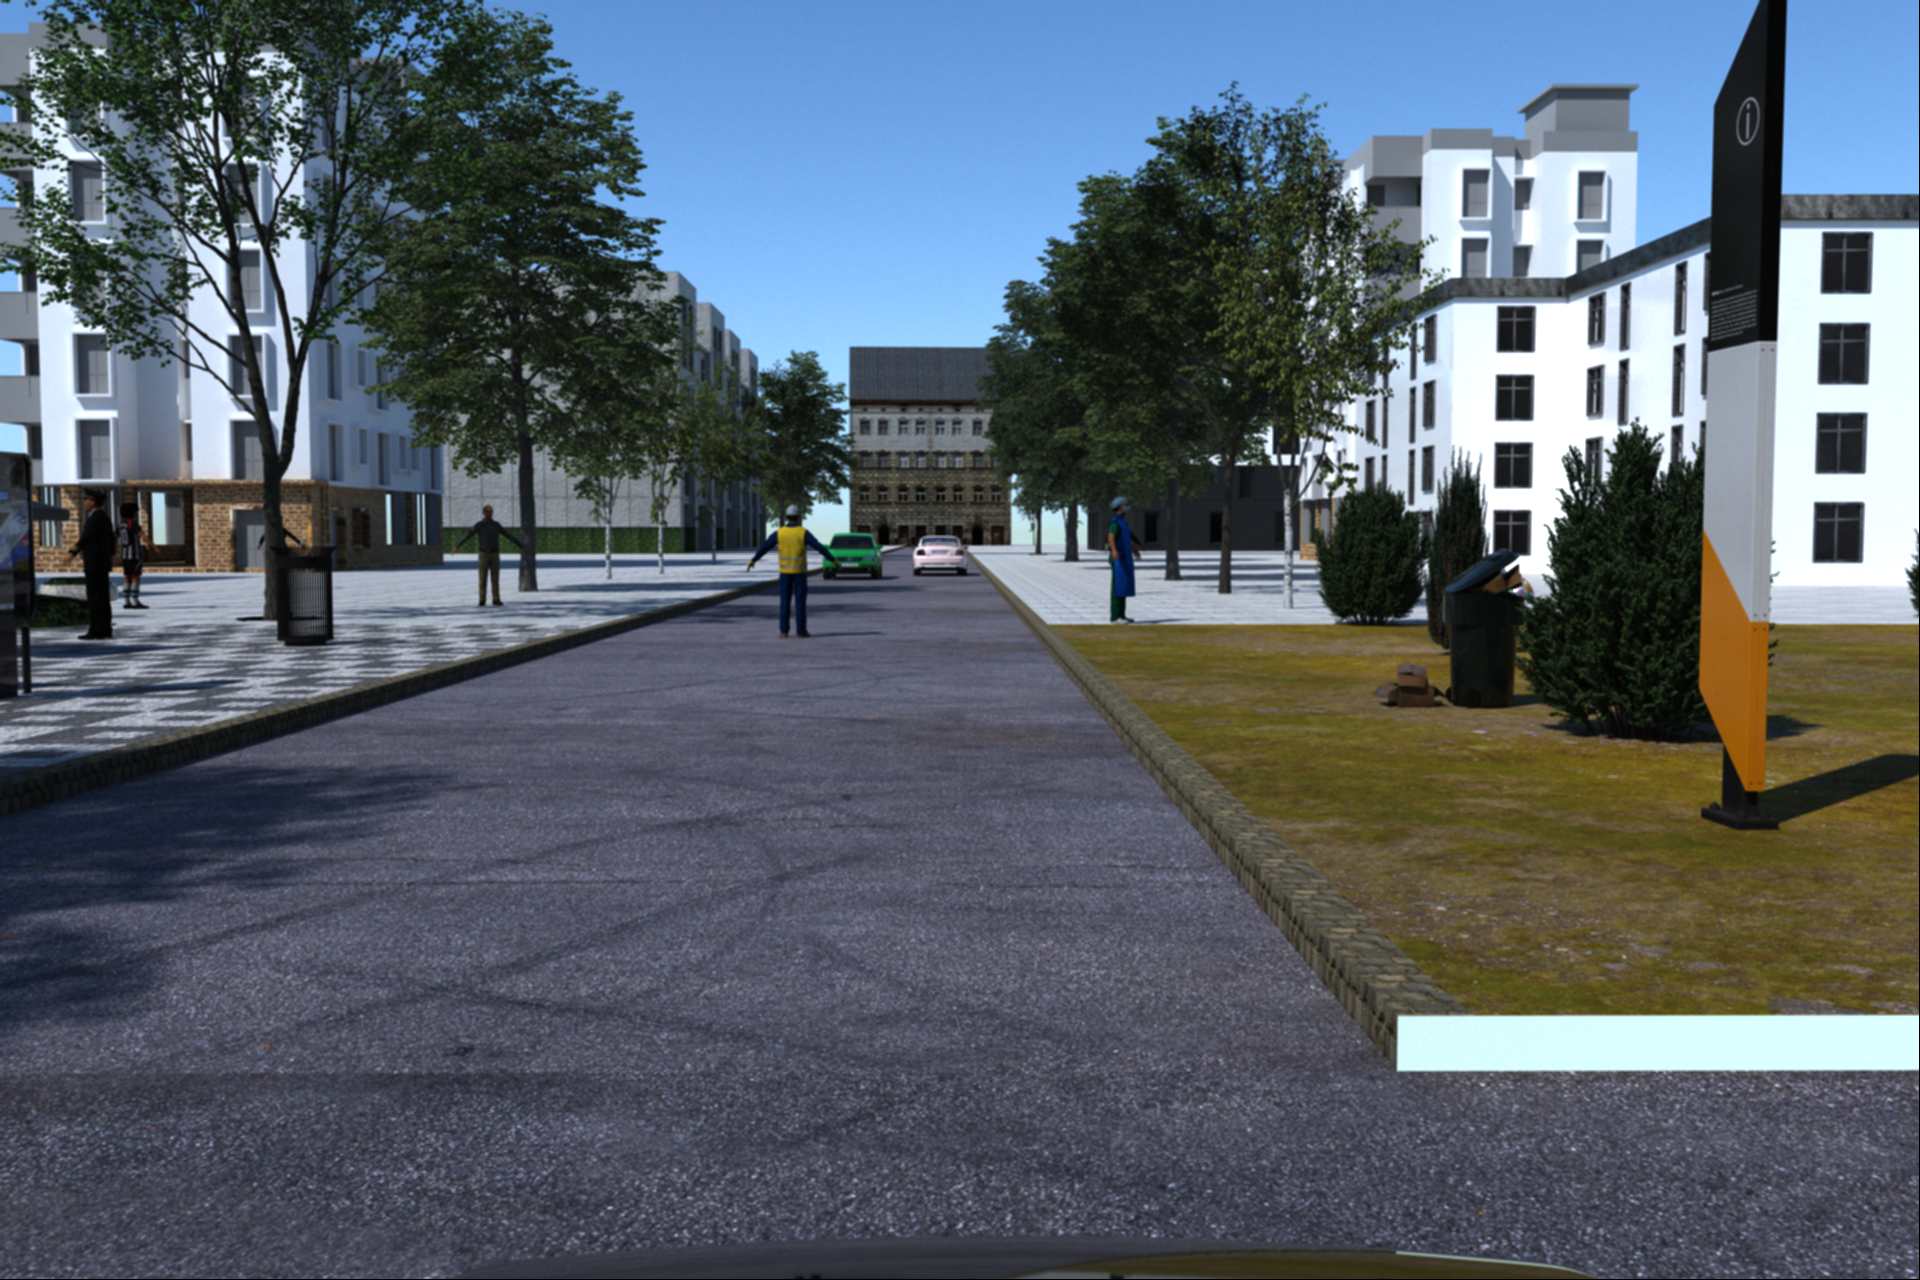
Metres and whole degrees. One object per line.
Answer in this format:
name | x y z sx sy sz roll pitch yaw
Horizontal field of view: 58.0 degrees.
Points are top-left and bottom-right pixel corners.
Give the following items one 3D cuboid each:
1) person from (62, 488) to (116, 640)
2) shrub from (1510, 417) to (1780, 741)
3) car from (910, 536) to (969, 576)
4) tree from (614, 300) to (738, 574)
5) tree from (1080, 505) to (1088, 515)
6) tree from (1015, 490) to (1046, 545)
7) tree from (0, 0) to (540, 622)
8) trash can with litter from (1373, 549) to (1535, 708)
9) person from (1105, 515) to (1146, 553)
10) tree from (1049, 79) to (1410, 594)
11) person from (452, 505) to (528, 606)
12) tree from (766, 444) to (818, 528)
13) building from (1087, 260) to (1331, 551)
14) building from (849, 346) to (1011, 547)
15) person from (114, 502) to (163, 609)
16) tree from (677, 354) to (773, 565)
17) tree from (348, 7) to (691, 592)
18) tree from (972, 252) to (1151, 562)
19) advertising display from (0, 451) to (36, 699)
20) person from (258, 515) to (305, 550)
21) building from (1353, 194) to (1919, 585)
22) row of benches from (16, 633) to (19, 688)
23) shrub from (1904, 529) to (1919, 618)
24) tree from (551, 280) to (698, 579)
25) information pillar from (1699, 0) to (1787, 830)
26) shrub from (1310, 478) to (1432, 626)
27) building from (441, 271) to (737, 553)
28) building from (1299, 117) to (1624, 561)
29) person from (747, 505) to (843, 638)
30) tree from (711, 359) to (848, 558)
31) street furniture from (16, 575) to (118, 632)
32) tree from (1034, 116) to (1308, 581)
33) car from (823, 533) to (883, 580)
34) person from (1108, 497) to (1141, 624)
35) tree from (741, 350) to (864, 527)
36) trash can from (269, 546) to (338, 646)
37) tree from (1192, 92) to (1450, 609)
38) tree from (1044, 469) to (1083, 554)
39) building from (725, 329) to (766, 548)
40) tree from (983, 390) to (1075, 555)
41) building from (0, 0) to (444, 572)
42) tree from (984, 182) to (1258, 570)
person | -10.595 -0.934 21.207 0.705 1.837 1.347 0 4 -5
shrub | 4.328 -0.402 10.985 1.690 2.028 1.600 0 3 0
car | -0.721 -2.971 60.934 2.083 1.381 4.827 0 4 -2
tree | -9.419 -6.436 55.591 4.737 8.622 4.395 0 3 0
tree | 17.158 -16.170 198.793 7.601 10.594 8.767 0 4 2
tree | 8.359 -15.327 200.957 4.737 8.622 4.395 0 3 0
tree | -10.154 -6.107 25.607 9.928 11.665 9.643 0 3 0
trash can with litter | 3.664 -0.090 12.856 1.055 1.170 0.624 0 4 -2
person | 3.452 -1.872 36.746 0.704 1.812 1.346 3 5 42
tree | 5.534 -6.258 36.725 8.767 10.594 7.601 2 4 26
person | -8.465 -1.521 31.141 1.348 1.796 0.705 -2 4 -27
tree | -19.795 -17.114 197.945 7.486 12.596 7.792 0 3 0
building | 24.486 -18.432 145.345 27.936 21.610 32.646 0 3 0
building | -3.798 -22.562 202.274 18.063 23.208 19.493 0 4 -3
person | -14.166 -1.439 29.678 1.345 1.843 0.704 2 4 31
tree | -10.061 -7.426 71.778 4.737 8.622 4.395 0 3 0
tree | -10.074 -7.362 38.493 7.486 12.596 7.792 0 3 0
tree | 5.239 -10.611 80.149 9.857 13.997 8.962 0 3 0
advertising display | -7.509 -0.505 13.474 0.123 1.923 0.974 0 4 0
person | -15.840 -2.060 40.406 1.216 1.740 0.721 1 4 11
building | 20.600 -7.024 56.997 9.099 9.664 28.070 0 3 0
row of benches | -9.753 0.046 14.712 4.104 0.672 1.422 1 4 18
shrub | 12.323 -1.011 20.945 1.690 2.028 1.600 0 3 0
tree | -10.145 -6.017 48.735 4.360 8.622 3.978 0 3 0
information pillar | 3.450 -0.997 7.648 0.183 3.616 0.504 0 4 -2
shrub | 5.821 -1.247 24.422 1.661 2.075 1.752 0 3 0
building | -27.394 -16.268 132.445 16.747 18.905 31.486 0 4 0
building | 22.062 -13.988 85.116 16.016 20.090 11.380 0 4 -1
person | -2.310 -0.954 24.031 1.349 1.833 0.705 0 4 6
tree | -9.857 -9.720 93.340 8.767 10.594 7.601 1 4 20
street furniture | -16.952 -0.508 23.939 10.072 0.657 5.734 -1 4 -10
tree | 5.915 -7.893 47.180 7.486 12.596 7.792 0 3 0
car | -3.444 -2.875 55.805 1.959 1.807 4.718 0 4 -1
person | 2.322 -1.141 24.785 0.704 1.817 1.347 1 4 20
tree | -9.810 -11.539 106.792 7.486 12.596 7.792 0 3 0
trash can | -7.548 -0.507 19.948 0.748 1.137 0.748 0 3 0
tree | 5.751 -4.832 29.370 4.737 8.622 4.395 0 3 0
tree | 6.023 -8.857 95.173 4.360 8.622 3.978 0 3 0
building | -28.437 -18.267 165.118 16.747 18.905 31.486 0 4 -1
tree | 4.929 -11.073 106.804 9.928 11.665 9.643 0 3 0
building | -26.511 -12.416 59.426 16.016 20.090 11.380 0 4 -1
tree | 5.843 -9.493 61.871 9.857 13.997 8.962 0 3 0
